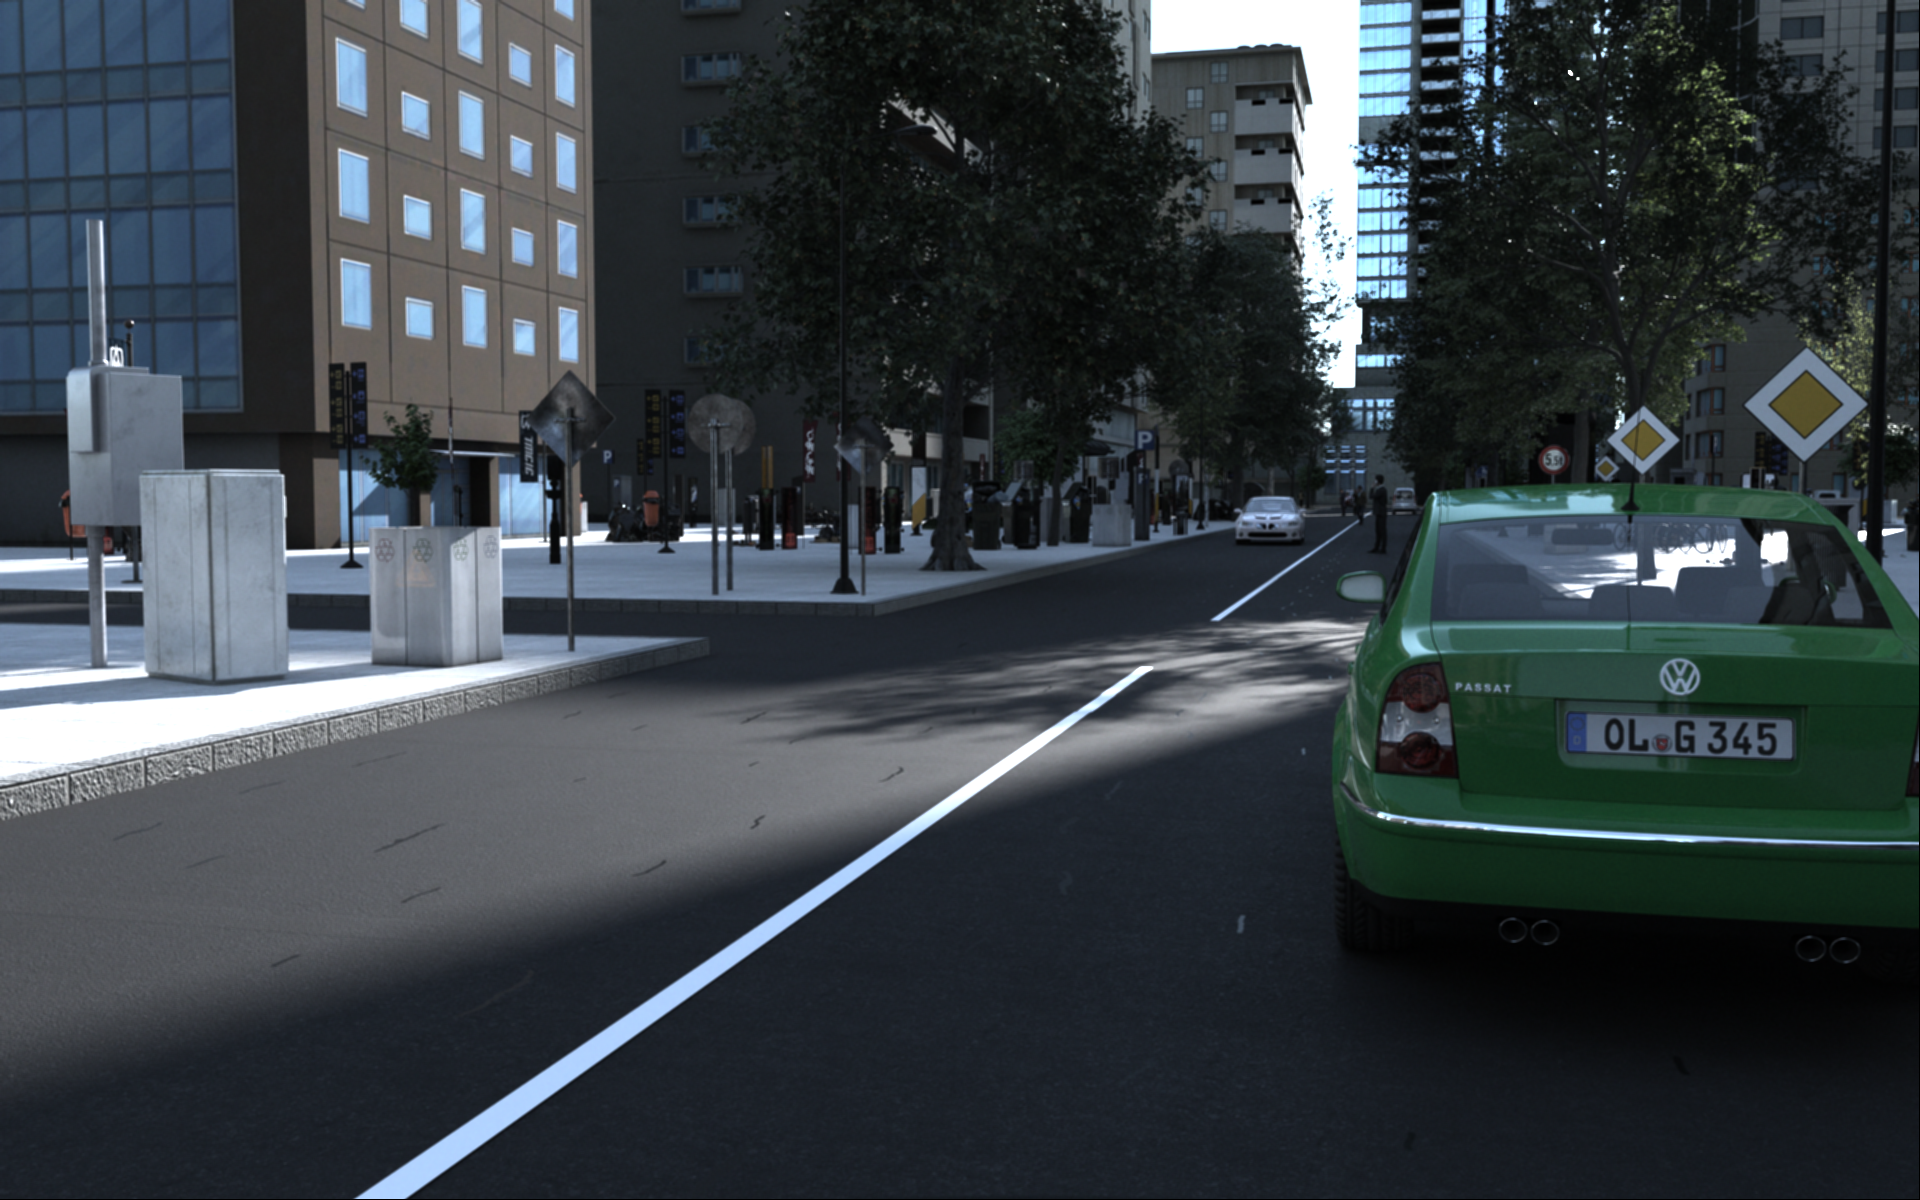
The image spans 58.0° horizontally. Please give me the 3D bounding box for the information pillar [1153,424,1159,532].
[{"bbox_3d":[6.579,-4.071,57.921,0.183,3.616,0.504,0,4,-1],"label":"information pillar"}]

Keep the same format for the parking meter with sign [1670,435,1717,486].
[{"bbox_3d":[21.589,-3.392,51.715,1.738,3.016,0.543,2,4,33],"label":"parking meter with sign"}]

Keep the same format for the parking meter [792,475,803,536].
[{"bbox_3d":[-5.002,-2.909,53.273,0.399,1.863,0.255,0,4,1],"label":"parking meter"}]

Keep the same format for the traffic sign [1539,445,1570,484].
[{"bbox_3d":[15.489,-2.759,45.215,0.768,2.556,0.104,1,4,18],"label":"traffic sign"}]

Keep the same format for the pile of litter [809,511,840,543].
[{"bbox_3d":[-3.100,-1.945,45.772,1.719,0.858,1.176,0,4,3],"label":"pile of litter"}]

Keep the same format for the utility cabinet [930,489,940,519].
[{"bbox_3d":[-0.886,-4.398,80.586,0.318,1.500,1.173,3,5,41],"label":"utility cabinet"}]

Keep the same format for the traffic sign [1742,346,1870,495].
[{"bbox_3d":[5.740,-0.500,11.824,0.795,2.450,0.064,1,4,14],"label":"traffic sign"}]

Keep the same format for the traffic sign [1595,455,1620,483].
[{"bbox_3d":[19.195,-3.079,51.525,0.795,2.450,0.064,1,4,16],"label":"traffic sign"}]

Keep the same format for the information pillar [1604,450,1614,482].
[{"bbox_3d":[32.362,-5.812,86.381,0.504,3.616,0.183,2,4,35],"label":"information pillar"}]

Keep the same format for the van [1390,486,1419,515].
[{"bbox_3d":[31.211,-7.013,121.668,2.013,2.044,4.112,1,4,14],"label":"van"}]

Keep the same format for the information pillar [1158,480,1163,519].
[{"bbox_3d":[10.234,-5.162,88.883,0.304,2.012,0.304,-1,4,-11],"label":"information pillar"}]

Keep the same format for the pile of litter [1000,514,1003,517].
[{"bbox_3d":[2.153,-4.325,84.685,1.719,0.858,1.176,-1,4,-14],"label":"pile of litter"}]

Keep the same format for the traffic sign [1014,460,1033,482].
[{"bbox_3d":[1.894,-3.051,52.019,0.606,2.300,0.079,1,4,20],"label":"traffic sign"}]

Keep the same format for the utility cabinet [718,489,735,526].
[{"bbox_3d":[-9.411,-3.729,69.654,0.318,1.500,1.173,1,4,15],"label":"utility cabinet"}]

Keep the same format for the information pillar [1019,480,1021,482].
[{"bbox_3d":[2.831,-5.508,81.412,0.183,3.616,0.504,-1,4,-13],"label":"information pillar"}]

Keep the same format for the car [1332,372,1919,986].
[{"bbox_3d":[2.395,0.137,6.561,1.959,1.807,4.718,1,4,15],"label":"car"}]

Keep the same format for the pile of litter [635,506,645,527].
[{"bbox_3d":[-11.419,-3.032,63.541,1.176,0.858,1.719,1,4,18],"label":"pile of litter"}]

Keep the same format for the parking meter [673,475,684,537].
[{"bbox_3d":[-8.450,-2.830,51.987,0.255,1.863,0.399,-1,4,-16],"label":"parking meter"}]

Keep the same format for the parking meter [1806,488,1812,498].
[{"bbox_3d":[36.952,-4.106,75.544,0.372,1.533,0.369,0,3,0],"label":"parking meter"}]

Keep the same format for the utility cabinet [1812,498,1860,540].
[{"bbox_3d":[14.227,-1.064,28.558,1.020,1.237,0.306,1,4,13],"label":"utility cabinet"}]

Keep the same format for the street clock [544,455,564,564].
[{"bbox_3d":[-7.454,-1.668,31.840,0.358,2.002,0.471,-1,4,-9],"label":"street clock"}]

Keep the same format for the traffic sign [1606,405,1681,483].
[{"bbox_3d":[7.693,-0.974,19.567,0.795,2.450,0.064,1,4,14],"label":"traffic sign"}]

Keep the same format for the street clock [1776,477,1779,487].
[{"bbox_3d":[33.088,-4.041,70.635,0.358,2.002,0.471,-3,4,-36],"label":"street clock"}]

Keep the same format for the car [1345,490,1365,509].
[{"bbox_3d":[37.327,-9.510,164.162,2.281,1.827,5.304,1,4,12],"label":"car"}]

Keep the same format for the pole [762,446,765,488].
[{"bbox_3d":[-8.360,-4.900,73.956,0.158,3.312,0.155,0,3,0],"label":"pole"}]

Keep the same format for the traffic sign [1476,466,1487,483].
[{"bbox_3d":[23.684,-4.779,78.241,0.768,2.556,0.104,1,4,16],"label":"traffic sign"}]

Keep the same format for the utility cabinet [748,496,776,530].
[{"bbox_3d":[-7.091,-3.102,61.881,1.020,1.237,0.306,2,4,26],"label":"utility cabinet"}]

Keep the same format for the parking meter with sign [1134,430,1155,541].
[{"bbox_3d":[5.072,-3.169,48.066,0.543,3.016,1.738,0,4,3],"label":"parking meter with sign"}]

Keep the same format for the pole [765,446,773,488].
[{"bbox_3d":[-7.999,-4.850,73.138,0.158,3.312,0.155,0,3,0],"label":"pole"}]

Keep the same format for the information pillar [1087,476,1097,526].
[{"bbox_3d":[5.253,-3.958,69.199,0.304,2.012,0.304,2,4,34],"label":"information pillar"}]

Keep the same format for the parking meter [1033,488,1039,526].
[{"bbox_3d":[3.168,-3.808,70.669,0.372,1.533,0.369,0,3,0],"label":"parking meter"}]

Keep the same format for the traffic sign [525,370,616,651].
[{"bbox_3d":[-3.171,-0.639,14.084,0.795,2.450,0.064,1,4,14],"label":"traffic sign"}]

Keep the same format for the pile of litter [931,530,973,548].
[{"bbox_3d":[-0.087,-1.701,41.775,1.176,0.858,1.719,2,4,34],"label":"pile of litter"}]

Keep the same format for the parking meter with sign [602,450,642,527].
[{"bbox_3d":[-13.420,-4.449,68.999,0.543,3.016,1.738,2,4,32],"label":"parking meter with sign"}]

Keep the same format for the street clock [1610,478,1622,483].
[{"bbox_3d":[29.777,-4.529,78.616,0.471,2.002,0.358,3,4,38],"label":"street clock"}]

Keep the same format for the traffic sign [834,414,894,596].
[{"bbox_3d":[-1.218,-1.112,21.827,0.795,2.450,0.064,1,4,14],"label":"traffic sign"}]

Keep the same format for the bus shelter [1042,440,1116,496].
[{"bbox_3d":[4.060,-4.111,61.141,2.014,3.302,5.546,1,4,14],"label":"bus shelter"}]

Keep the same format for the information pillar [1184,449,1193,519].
[{"bbox_3d":[11.694,-5.955,88.723,0.504,3.616,0.183,-2,4,-26],"label":"information pillar"}]

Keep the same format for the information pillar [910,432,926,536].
[{"bbox_3d":[-1.277,-3.798,53.457,0.504,3.616,0.183,2,4,32],"label":"information pillar"}]

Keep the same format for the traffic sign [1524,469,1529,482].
[{"bbox_3d":[28.572,-5.354,87.641,0.768,2.556,0.104,1,4,23],"label":"traffic sign"}]

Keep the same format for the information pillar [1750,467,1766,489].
[{"bbox_3d":[21.851,-2.630,47.489,0.304,2.012,0.304,-3,5,-41],"label":"information pillar"}]

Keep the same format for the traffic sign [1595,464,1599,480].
[{"bbox_3d":[25.957,-4.358,71.366,0.768,2.556,0.104,1,4,16],"label":"traffic sign"}]

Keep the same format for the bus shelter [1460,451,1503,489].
[{"bbox_3d":[24.977,-5.431,82.715,2.014,3.302,5.546,1,4,14],"label":"bus shelter"}]

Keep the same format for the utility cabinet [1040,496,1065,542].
[{"bbox_3d":[2.606,-2.187,46.916,0.306,1.237,1.020,3,5,44],"label":"utility cabinet"}]

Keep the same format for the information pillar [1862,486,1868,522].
[{"bbox_3d":[41.576,-5.384,79.376,0.183,3.616,0.504,-3,5,-43],"label":"information pillar"}]

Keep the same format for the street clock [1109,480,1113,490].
[{"bbox_3d":[7.669,-5.120,88.274,0.358,2.002,0.471,2,4,26],"label":"street clock"}]

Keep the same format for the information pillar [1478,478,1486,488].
[{"bbox_3d":[23.411,-4.479,77.727,0.304,2.012,0.304,1,4,11],"label":"information pillar"}]

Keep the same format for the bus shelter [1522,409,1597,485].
[{"bbox_3d":[16.896,-3.542,49.190,1.731,3.624,6.357,1,4,14],"label":"bus shelter"}]

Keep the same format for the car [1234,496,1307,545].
[{"bbox_3d":[9.054,-2.326,50.395,2.083,1.381,4.827,1,4,13],"label":"car"}]

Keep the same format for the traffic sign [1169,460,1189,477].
[{"bbox_3d":[8.055,-3.900,63.875,0.768,2.556,0.104,1,4,19],"label":"traffic sign"}]
